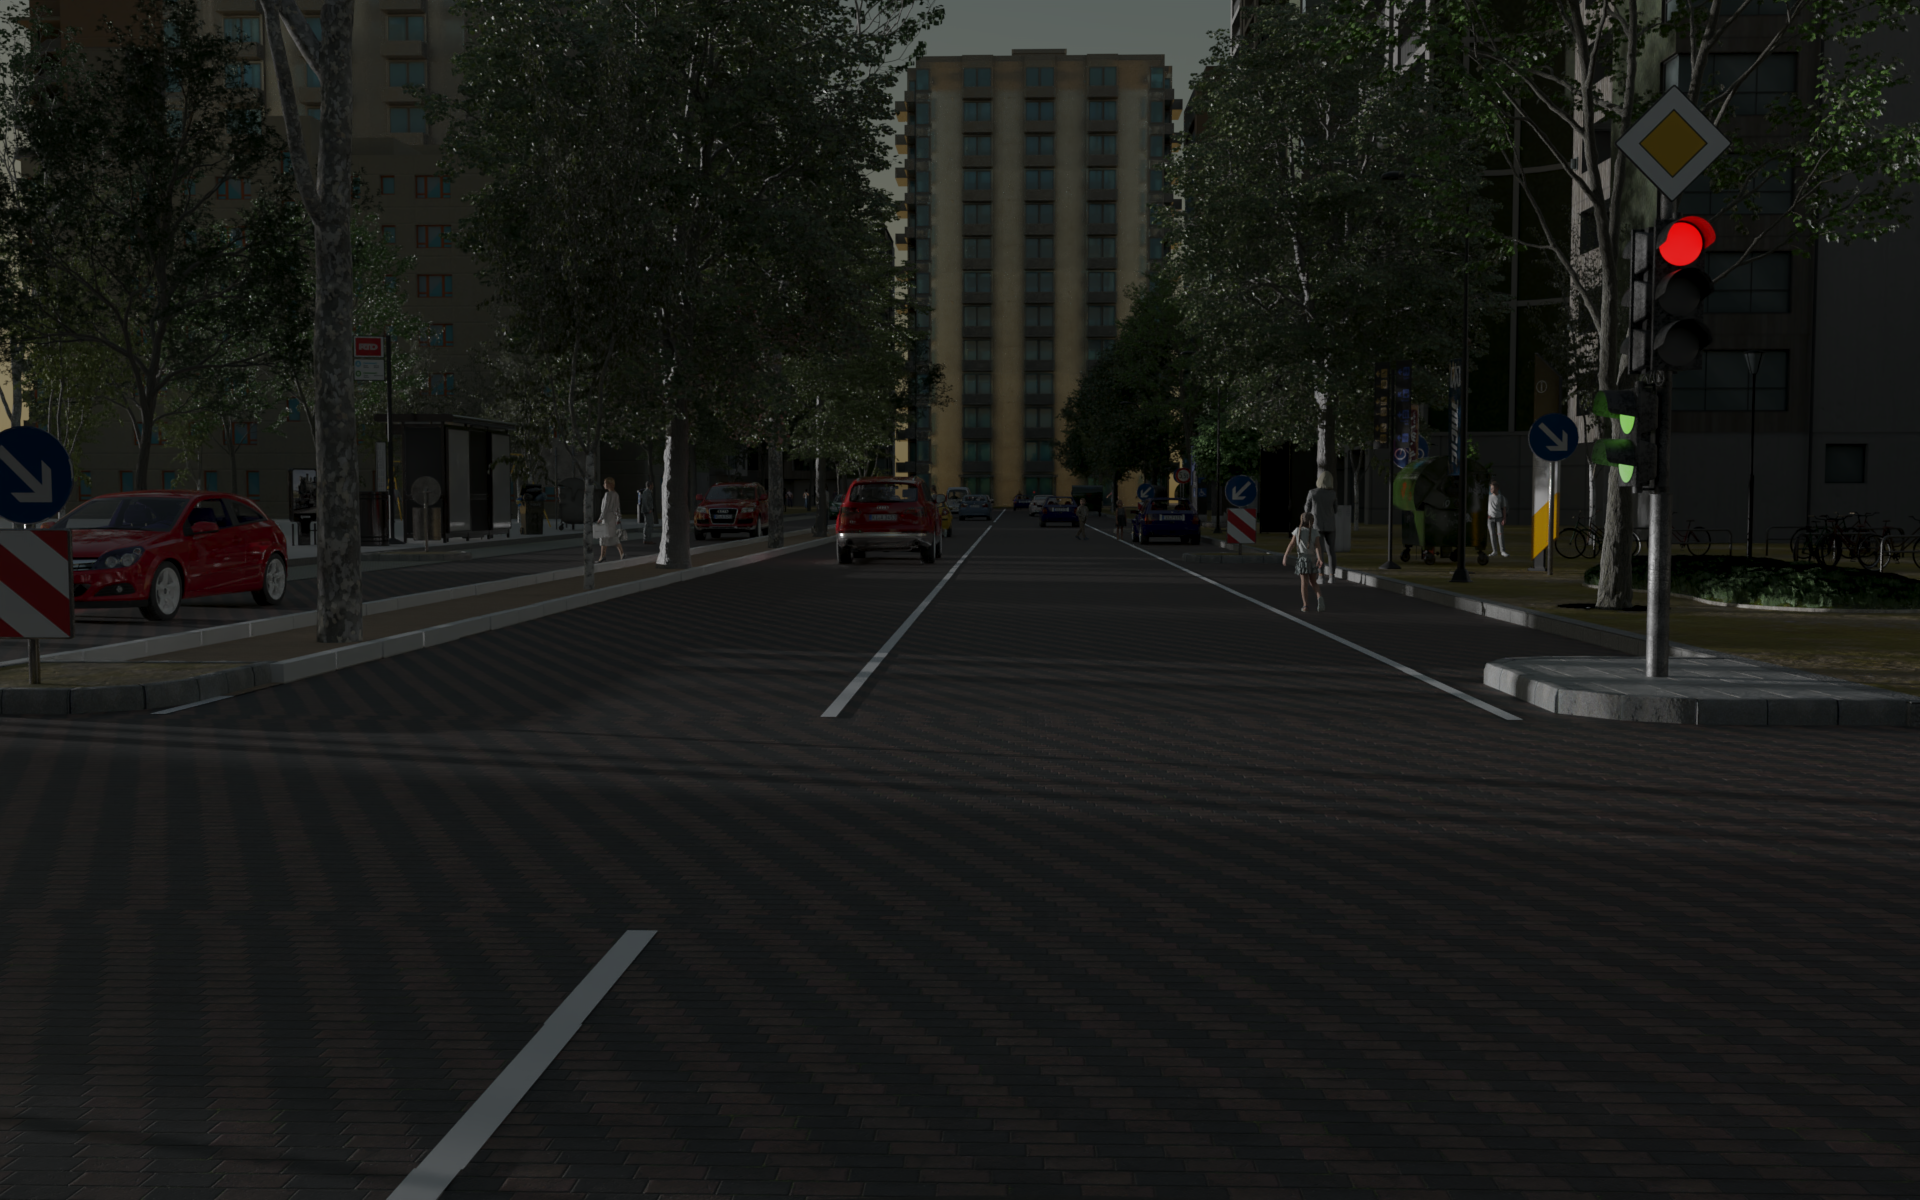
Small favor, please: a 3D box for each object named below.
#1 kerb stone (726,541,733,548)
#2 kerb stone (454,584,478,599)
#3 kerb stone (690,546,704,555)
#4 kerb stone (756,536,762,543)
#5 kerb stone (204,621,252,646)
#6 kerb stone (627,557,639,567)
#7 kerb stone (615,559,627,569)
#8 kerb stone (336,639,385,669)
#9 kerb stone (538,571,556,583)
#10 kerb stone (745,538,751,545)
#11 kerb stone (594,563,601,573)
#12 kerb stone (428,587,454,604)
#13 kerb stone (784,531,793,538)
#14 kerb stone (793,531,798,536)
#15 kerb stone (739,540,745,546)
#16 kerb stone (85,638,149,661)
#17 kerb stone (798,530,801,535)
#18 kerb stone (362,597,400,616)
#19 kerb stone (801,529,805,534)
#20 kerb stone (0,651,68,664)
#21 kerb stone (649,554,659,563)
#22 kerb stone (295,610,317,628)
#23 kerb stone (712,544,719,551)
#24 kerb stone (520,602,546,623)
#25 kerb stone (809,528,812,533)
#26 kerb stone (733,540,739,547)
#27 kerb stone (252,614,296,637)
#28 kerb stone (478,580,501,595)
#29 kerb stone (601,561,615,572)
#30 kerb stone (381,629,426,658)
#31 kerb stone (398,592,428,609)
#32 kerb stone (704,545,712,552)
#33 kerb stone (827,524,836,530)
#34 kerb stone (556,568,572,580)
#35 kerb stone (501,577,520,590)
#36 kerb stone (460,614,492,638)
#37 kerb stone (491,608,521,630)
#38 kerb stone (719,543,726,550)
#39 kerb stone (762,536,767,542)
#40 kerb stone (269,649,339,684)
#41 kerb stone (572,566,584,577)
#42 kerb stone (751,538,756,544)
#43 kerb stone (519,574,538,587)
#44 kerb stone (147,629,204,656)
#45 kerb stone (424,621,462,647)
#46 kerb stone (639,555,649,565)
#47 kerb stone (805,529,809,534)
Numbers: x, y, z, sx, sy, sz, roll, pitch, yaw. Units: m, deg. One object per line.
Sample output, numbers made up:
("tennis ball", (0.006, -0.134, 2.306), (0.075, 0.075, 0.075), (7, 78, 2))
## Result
("kerb stone", (-6.169, -1.414, 45.428), (0.120, 0.150, 1.000), (0, 4, 2))
("kerb stone", (-6.905, -0.101, 23.891), (0.120, 0.150, 1.000), (0, 4, 2))
("kerb stone", (-6.308, -1.169, 41.313), (0.120, 0.150, 1.000), (0, 4, 2))
("kerb stone", (-5.998, -1.733, 50.574), (0.120, 0.150, 1.000), (0, 4, 2))
("kerb stone", (-7.138, 0.335, 16.716), (0.120, 0.150, 1.000), (0, 4, 2))
("kerb stone", (-6.545, -0.729, 34.133), (0.120, 0.150, 1.000), (0, 4, 2))
("kerb stone", (-6.589, -0.665, 33.112), (0.120, 0.150, 1.000), (0, 4, 2))
("kerb stone", (-5.115, 0.465, 14.598), (0.120, 0.150, 1.000), (0, 4, 2))
("kerb stone", (-6.765, -0.349, 27.992), (0.120, 0.150, 1.000), (0, 4, 2))
("kerb stone", (-6.067, -1.604, 48.516), (0.120, 0.150, 1.000), (0, 4, 2))
("kerb stone", (-6.656, -0.542, 31.058), (0.120, 0.150, 1.000), (0, 4, 2))
("kerb stone", (-6.940, -0.039, 22.865), (0.120, 0.150, 1.000), (0, 4, 2))
("kerb stone", (-5.767, -2.174, 57.746), (0.120, 0.150, 1.000), (0, 4, 2))
("kerb stone", (-5.720, -2.237, 58.768), (0.120, 0.150, 1.000), (0, 4, 2))
("kerb stone", (-6.110, -1.547, 47.486), (0.120, 0.150, 1.000), (0, 4, 2))
("kerb stone", (-7.205, 0.464, 14.673), (0.120, 0.150, 1.000), (0, 4, 2))
("kerb stone", (-5.691, -2.299, 59.791), (0.120, 0.150, 1.000), (0, 4, 2))
("kerb stone", (-6.999, 0.089, 20.816), (0.120, 0.150, 1.000), (0, 4, 2))
("kerb stone", (-5.662, -2.362, 60.813), (0.120, 0.150, 1.000), (0, 4, 2))
("kerb stone", (-7.245, 0.523, 13.651), (0.120, 0.150, 1.000), (0, 4, 2))
("kerb stone", (-6.488, -0.854, 36.186), (0.120, 0.150, 1.000), (0, 4, 2))
("kerb stone", (-7.073, 0.209, 18.771), (0.120, 0.150, 1.000), (0, 4, 2))
("kerb stone", (-6.242, -1.293, 43.367), (0.120, 0.150, 1.000), (0, 4, 2))
("kerb stone", (-4.938, 0.157, 19.722), (0.120, 0.150, 1.000), (0, 4, 2))
("kerb stone", (-5.590, -2.487, 62.861), (0.120, 0.150, 1.000), (0, 4, 2))
("kerb stone", (-6.140, -1.484, 46.452), (0.120, 0.150, 1.000), (0, 4, 2))
("kerb stone", (-7.102, 0.272, 17.743), (0.120, 0.150, 1.000), (0, 4, 2))
("kerb stone", (-6.856, -0.166, 24.916), (0.120, 0.150, 1.000), (0, 4, 2))
("kerb stone", (-6.625, -0.605, 32.088), (0.120, 0.150, 1.000), (0, 4, 2))
("kerb stone", (-5.074, 0.402, 15.619), (0.120, 0.150, 1.000), (0, 4, 2))
("kerb stone", (-6.967, 0.022, 21.843), (0.120, 0.150, 1.000), (0, 4, 2))
("kerb stone", (-6.281, -1.232, 42.335), (0.120, 0.150, 1.000), (0, 4, 2))
("kerb stone", (-5.306, -2.989, 71.061), (0.120, 0.150, 1.000), (0, 4, 2))
("kerb stone", (-6.725, -0.416, 29.013), (0.120, 0.150, 1.000), (0, 4, 2))
("kerb stone", (-6.836, -0.222, 25.938), (0.120, 0.150, 1.000), (0, 4, 2))
("kerb stone", (-5.013, 0.278, 17.675), (0.120, 0.150, 1.000), (0, 4, 2))
("kerb stone", (-4.969, 0.214, 18.700), (0.120, 0.150, 1.000), (0, 4, 2))
("kerb stone", (-6.210, -1.358, 44.404), (0.120, 0.150, 1.000), (0, 4, 2))
("kerb stone", (-5.968, -1.796, 51.596), (0.120, 0.150, 1.000), (0, 4, 2))
("kerb stone", (-5.147, 0.527, 13.574), (0.120, 0.150, 1.000), (0, 4, 2))
("kerb stone", (-6.696, -0.475, 30.035), (0.120, 0.150, 1.000), (0, 4, 2))
("kerb stone", (-6.033, -1.665, 49.549), (0.120, 0.150, 1.000), (0, 4, 2))
("kerb stone", (-6.804, -0.291, 26.970), (0.120, 0.150, 1.000), (0, 4, 2))
("kerb stone", (-7.173, 0.399, 15.695), (0.120, 0.150, 1.000), (0, 4, 2))
("kerb stone", (-5.034, 0.339, 16.650), (0.120, 0.150, 1.000), (0, 4, 2))
("kerb stone", (-6.522, -0.793, 35.155), (0.120, 0.150, 1.000), (0, 4, 2))
("kerb stone", (-5.618, -2.420, 61.835), (0.120, 0.150, 1.000), (0, 4, 2))
